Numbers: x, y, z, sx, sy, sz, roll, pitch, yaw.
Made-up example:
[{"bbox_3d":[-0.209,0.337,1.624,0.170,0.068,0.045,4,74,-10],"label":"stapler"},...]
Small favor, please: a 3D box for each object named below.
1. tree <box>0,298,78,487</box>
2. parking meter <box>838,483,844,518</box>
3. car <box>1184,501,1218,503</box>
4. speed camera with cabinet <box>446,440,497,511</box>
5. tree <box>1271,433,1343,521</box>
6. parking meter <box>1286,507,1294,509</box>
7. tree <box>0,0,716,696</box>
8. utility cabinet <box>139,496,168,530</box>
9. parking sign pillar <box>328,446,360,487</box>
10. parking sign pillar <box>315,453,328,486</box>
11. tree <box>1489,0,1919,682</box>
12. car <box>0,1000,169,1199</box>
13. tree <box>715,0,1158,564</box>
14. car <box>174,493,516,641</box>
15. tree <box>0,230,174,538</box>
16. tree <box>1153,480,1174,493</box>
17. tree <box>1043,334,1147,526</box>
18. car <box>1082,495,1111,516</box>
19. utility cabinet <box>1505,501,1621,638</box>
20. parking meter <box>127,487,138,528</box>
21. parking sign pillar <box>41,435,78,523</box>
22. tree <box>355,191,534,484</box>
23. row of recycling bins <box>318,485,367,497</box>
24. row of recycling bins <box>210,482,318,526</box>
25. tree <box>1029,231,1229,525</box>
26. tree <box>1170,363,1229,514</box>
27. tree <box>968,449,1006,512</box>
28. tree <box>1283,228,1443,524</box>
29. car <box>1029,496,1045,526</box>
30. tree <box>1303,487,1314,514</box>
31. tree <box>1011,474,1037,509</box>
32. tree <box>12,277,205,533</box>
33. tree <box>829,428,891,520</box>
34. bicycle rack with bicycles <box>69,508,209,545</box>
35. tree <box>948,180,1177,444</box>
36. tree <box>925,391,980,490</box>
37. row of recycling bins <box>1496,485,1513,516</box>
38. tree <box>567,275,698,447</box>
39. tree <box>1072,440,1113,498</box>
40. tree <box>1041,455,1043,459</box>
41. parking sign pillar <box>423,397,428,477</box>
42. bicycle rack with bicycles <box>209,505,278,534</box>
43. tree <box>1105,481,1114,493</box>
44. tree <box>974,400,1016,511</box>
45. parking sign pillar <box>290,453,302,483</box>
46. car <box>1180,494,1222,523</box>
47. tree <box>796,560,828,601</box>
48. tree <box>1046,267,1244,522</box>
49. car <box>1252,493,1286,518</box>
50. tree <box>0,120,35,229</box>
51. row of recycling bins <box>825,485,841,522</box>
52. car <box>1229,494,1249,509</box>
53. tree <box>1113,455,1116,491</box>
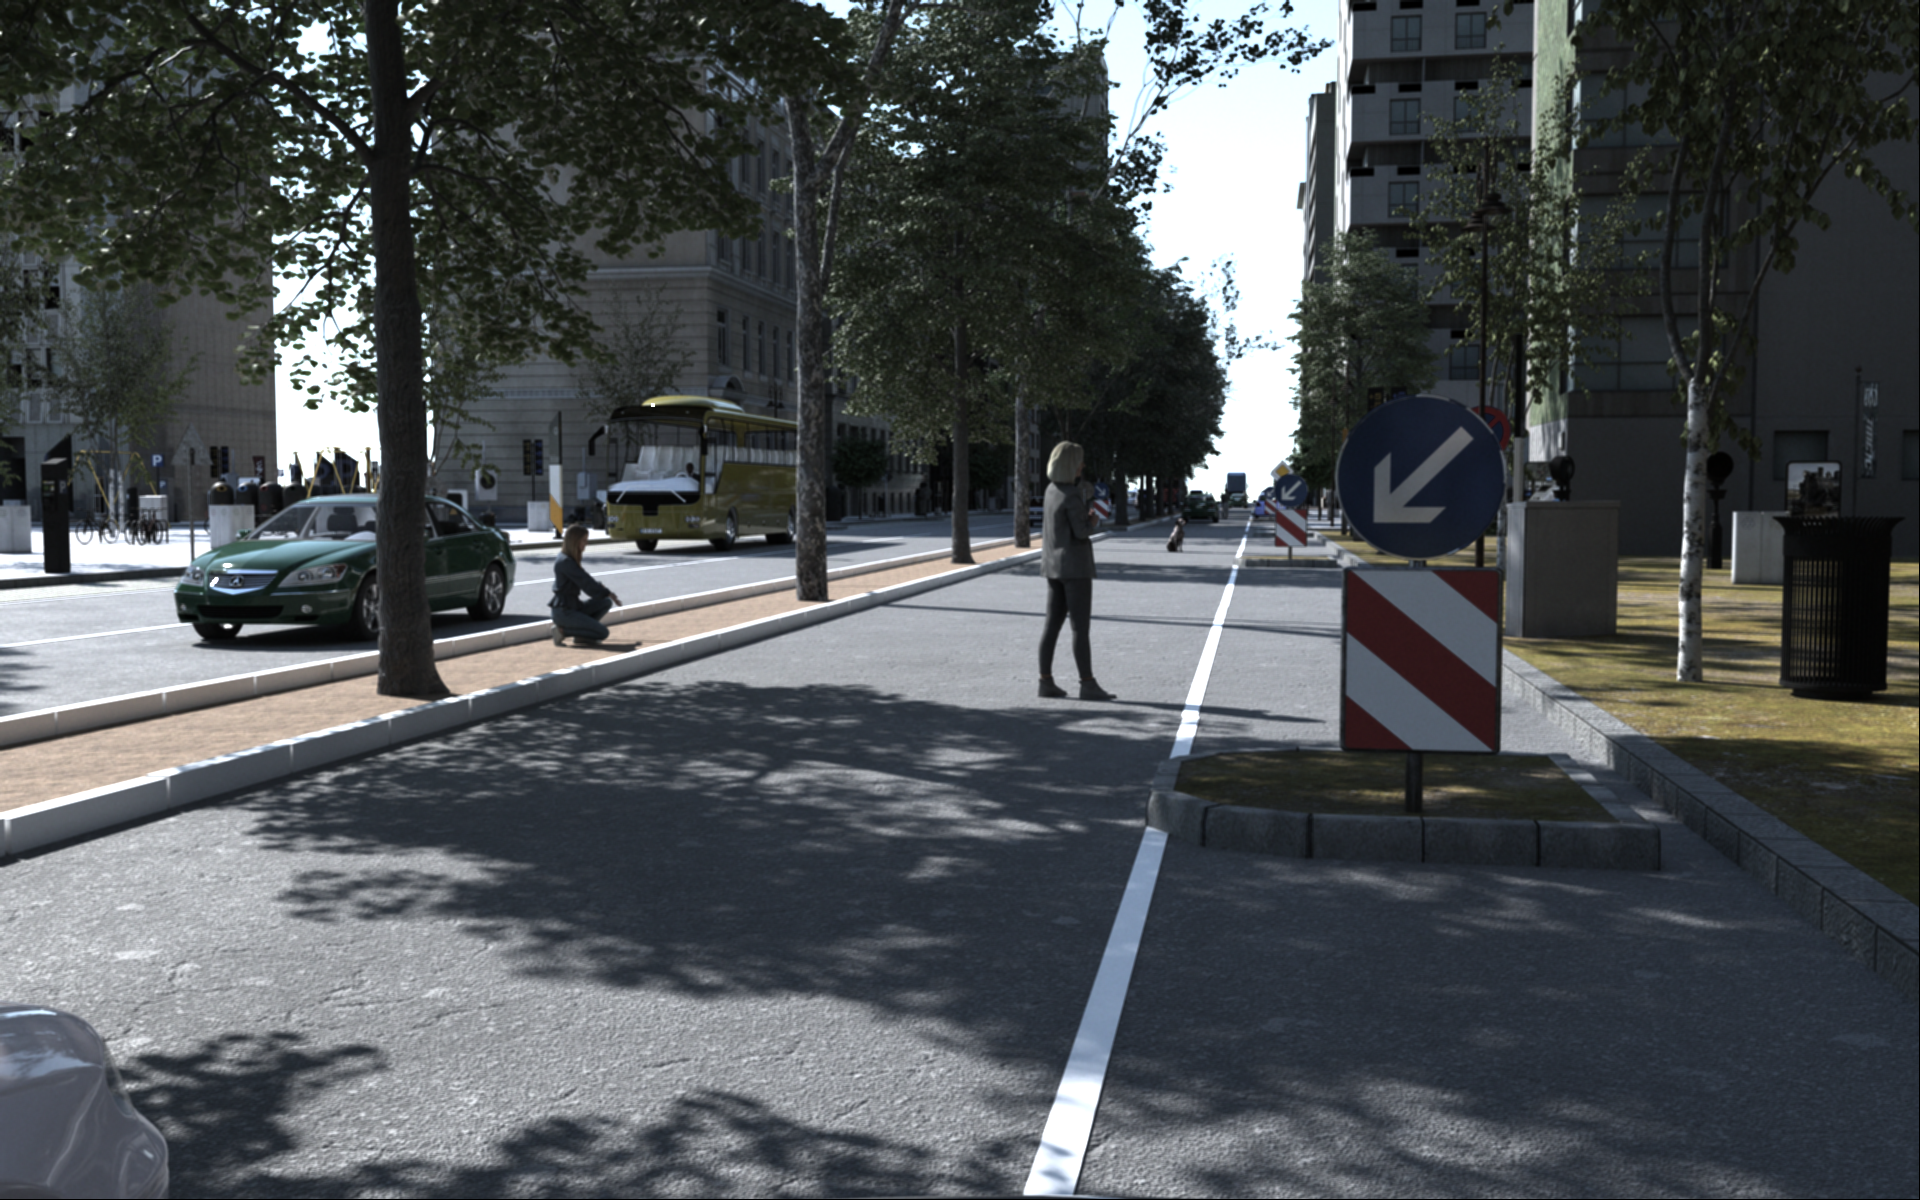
[{"bbox_3d":[-36.043,-6.928,63.634,4.737,8.622,4.395,0,3,0],"label":"tree"},{"bbox_3d":[-6.379,-5.333,92.905,0.255,1.863,0.399,-2,4,-25],"label":"parking meter"},{"bbox_3d":[13.841,-5.470,99.222,2.009,1.686,4.222,1,4,10],"label":"car"},{"bbox_3d":[-17.869,-4.185,62.767,2.038,3.252,0.660,-2,4,-29],"label":"speed camera with cabinet"},{"bbox_3d":[17.350,-6.100,83.452,4.285,4.588,4.351,0,3,0],"label":"tree"},{"bbox_3d":[26.025,-8.031,137.025,0.399,1.863,0.255,2,4,27],"label":"parking meter"},{"bbox_3d":[-3.930,-5.568,11.616,7.486,12.596,7.792,0,3,0],"label":"tree"},{"bbox_3d":[-27.994,-2.995,60.122,1.020,1.237,0.306,1,4,21],"label":"utility cabinet"},{"bbox_3d":[-34.233,-6.625,96.790,1.447,3.967,1.447,-2,4,-32],"label":"parking sign pillar"},{"bbox_3d":[-40.137,-7.395,109.375,1.447,3.967,1.447,1,4,20],"label":"parking sign pillar"},{"bbox_3d":[5.242,-3.745,11.592,4.737,8.622,4.395,0,3,0],"label":"tree"},{"bbox_3d":[-2.242,0.725,0.503,2.083,1.381,4.827,1,4,8],"label":"car"},{"bbox_3d":[0.061,-6.983,34.753,7.486,12.596,7.792,0,3,0],"label":"tree"},{"bbox_3d":[-6.393,-0.411,18.512,2.131,1.459,4.920,1,4,9],"label":"car"},{"bbox_3d":[-25.204,-6.143,50.807,4.360,8.622,3.978,0,3,0],"label":"tree"},{"bbox_3d":[15.404,-10.628,126.582,4.737,8.622,4.395,0,3,0],"label":"tree"},{"bbox_3d":[5.765,-7.243,71.247,4.360,8.622,3.978,0,3,0],"label":"tree"},{"bbox_3d":[9.031,-6.395,114.155,1.945,1.707,3.694,1,4,9],"label":"car"},{"bbox_3d":[5.467,-0.280,15.736,1.020,1.237,0.306,-1,4,-19],"label":"utility cabinet"},{"bbox_3d":[-31.713,-3.545,66.376,0.372,1.533,0.369,0,3,0],"label":"parking meter"},{"bbox_3d":[-39.978,-5.400,76.758,1.447,3.967,1.447,1,4,14],"label":"parking sign pillar"},{"bbox_3d":[-12.550,-5.567,41.376,4.737,8.622,4.395,0,3,0],"label":"tree"},{"bbox_3d":[-31.351,-4.864,86.634,3.534,1.692,1.069,-3,5,-45],"label":"row of recycling bins"},{"bbox_3d":[-24.239,-3.227,59.875,3.534,1.692,1.069,1,4,9],"label":"row of recycling bins"},{"bbox_3d":[7.393,-10.365,78.581,9.857,13.997,8.962,0,3,0],"label":"tree"},{"bbox_3d":[14.741,-12.214,120.285,7.486,12.596,7.792,0,3,0],"label":"tree"},{"bbox_3d":[1.750,-8.687,125.750,4.285,4.588,4.351,0,3,0],"label":"tree"},{"bbox_3d":[17.257,-9.560,74.425,7.486,12.596,7.792,0,3,0],"label":"tree"},{"bbox_3d":[3.608,-3.891,76.200,1.945,1.354,3.894,1,4,11],"label":"car"},{"bbox_3d":[22.119,-7.108,110.819,1.663,3.219,1.824,0,3,0],"label":"tree"},{"bbox_3d":[5.644,-9.641,152.228,1.663,3.219,1.824,0,3,0],"label":"tree"},{"bbox_3d":[-27.248,-6.498,56.598,4.737,8.622,4.395,0,3,0],"label":"tree"},{"bbox_3d":[-5.021,-6.270,86.228,4.285,4.588,4.351,0,3,0],"label":"tree"},{"bbox_3d":[-21.500,-1.908,44.575,2.852,0.926,2.925,0,4,3],"label":"bicycle rack with bicycles"},{"bbox_3d":[3.481,-7.823,56.112,9.928,11.665,9.643,0,3,0],"label":"tree"},{"bbox_3d":[-0.341,-10.047,114.635,4.360,8.622,3.978,0,3,0],"label":"tree"},{"bbox_3d":[24.704,-4.482,80.400,3.534,1.692,1.069,-3,5,-44],"label":"row of recycling bins"},{"bbox_3d":[-10.743,-6.555,57.537,4.360,8.622,3.978,0,3,0],"label":"tree"},{"bbox_3d":[14.988,-15.577,205.042,4.737,8.622,4.395,0,3,0],"label":"tree"},{"bbox_3d":[9.918,-13.644,173.437,4.360,8.622,3.978,0,3,0],"label":"tree"},{"bbox_3d":[-15.259,-3.628,47.782,1.447,3.967,1.447,1,4,21],"label":"parking sign pillar"},{"bbox_3d":[-21.807,-2.499,54.244,2.925,0.926,2.852,0,4,-6],"label":"bicycle rack with bicycles"},{"bbox_3d":[20.391,-15.050,240.661,1.663,3.219,1.824,0,3,0],"label":"tree"},{"bbox_3d":[3.047,-11.227,133.921,4.737,8.622,4.395,0,3,0],"label":"tree"},{"bbox_3d":[-42.467,-7.485,110.850,1.447,3.967,1.447,-2,4,-34],"label":"parking sign pillar"},{"bbox_3d":[12.178,-4.643,87.709,2.131,1.459,4.920,1,4,9],"label":"car"},{"bbox_3d":[-0.933,-9.984,21.580,12.611,20.169,13.585,0,3,0],"label":"tree"},{"bbox_3d":[9.495,-10.842,90.096,12.009,13.543,11.850,0,3,0],"label":"tree"},{"bbox_3d":[17.203,-5.290,96.076,1.945,1.707,3.694,1,4,9],"label":"car"},{"bbox_3d":[-19.288,-5.092,33.616,4.360,8.622,3.978,0,3,0],"label":"tree"},{"bbox_3d":[-6.779,-4.583,82.040,1.069,1.692,3.534,-3,4,-38],"label":"row of recycling bins"},{"bbox_3d":[27.666,-9.817,172.313,2.131,1.459,4.920,1,4,11],"label":"car"},{"bbox_3d":[20.232,-17.442,235.545,4.737,8.622,4.395,0,3,0],"label":"tree"}]
